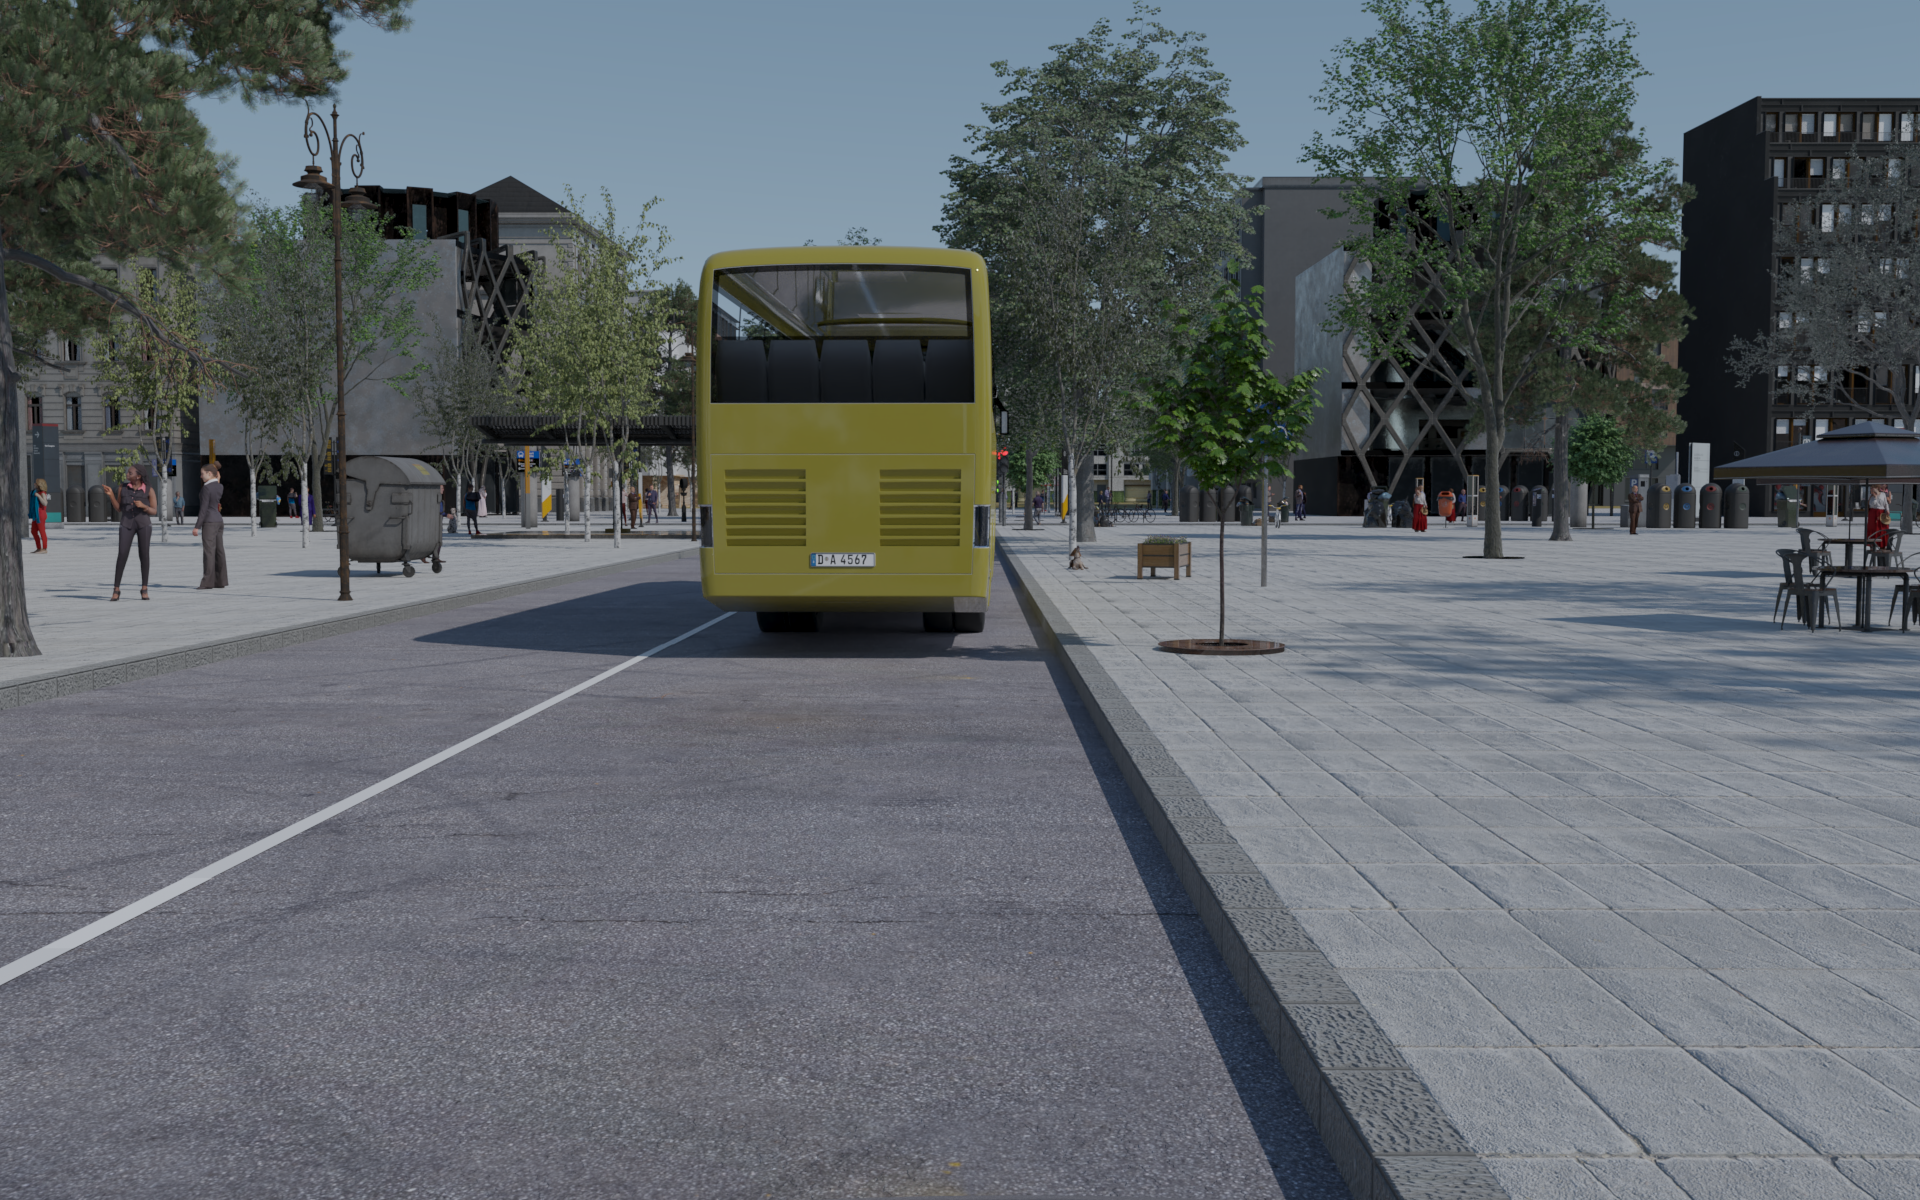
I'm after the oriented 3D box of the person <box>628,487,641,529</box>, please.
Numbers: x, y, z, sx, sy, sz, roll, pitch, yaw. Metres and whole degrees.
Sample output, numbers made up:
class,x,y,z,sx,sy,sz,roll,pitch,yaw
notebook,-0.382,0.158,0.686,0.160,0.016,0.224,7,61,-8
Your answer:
class,x,y,z,sx,sy,sz,roll,pitch,yaw
person,-11.964,-3.384,63.644,0.388,1.546,0.482,2,4,30

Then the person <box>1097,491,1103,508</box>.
class,x,y,z,sx,sy,sz,roll,pitch,yaw
person,9.916,-6.978,122.682,0.613,1.512,0.480,1,4,12

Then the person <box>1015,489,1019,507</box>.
class,x,y,z,sx,sy,sz,roll,pitch,yaw
person,5.528,-9.832,167.595,0.445,1.727,0.742,-1,4,-15

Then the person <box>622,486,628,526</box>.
class,x,y,z,sx,sy,sz,roll,pitch,yaw
person,-13.495,-3.762,69.017,0.517,1.644,0.566,2,4,30

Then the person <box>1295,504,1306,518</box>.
class,x,y,z,sx,sy,sz,roll,pitch,yaw
person,17.940,-5.075,91.233,0.590,1.554,0.614,1,4,14

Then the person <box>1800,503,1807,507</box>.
class,x,y,z,sx,sy,sz,roll,pitch,yaw
person,35.706,-3.895,74.134,0.435,1.587,0.963,-3,4,-38

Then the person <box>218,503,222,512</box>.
class,x,y,z,sx,sy,sz,roll,pitch,yaw
person,-29.272,-3.644,68.085,0.387,1.526,0.523,0,4,-8

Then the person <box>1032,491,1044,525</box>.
class,x,y,z,sx,sy,sz,roll,pitch,yaw
person,3.250,-3.831,73.349,0.569,1.553,0.471,0,4,4

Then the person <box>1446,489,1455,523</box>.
class,x,y,z,sx,sy,sz,roll,pitch,yaw
person,21.880,-4.199,77.161,0.387,1.526,0.523,-1,4,-21

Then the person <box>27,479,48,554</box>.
class,x,y,z,sx,sy,sz,roll,pitch,yaw
person,-19.830,-1.803,37.234,0.444,1.614,0.593,-1,4,-20

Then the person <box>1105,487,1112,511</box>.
class,x,y,z,sx,sy,sz,roll,pitch,yaw
person,11.319,-7.685,131.563,0.599,1.838,0.709,3,4,36

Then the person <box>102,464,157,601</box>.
class,x,y,z,sx,sy,sz,roll,pitch,yaw
person,-9.956,-0.813,20.813,0.415,1.643,0.593,2,4,30

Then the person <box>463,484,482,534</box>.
class,x,y,z,sx,sy,sz,roll,pitch,yaw
person,-15.432,-2.876,54.941,0.647,1.594,0.662,0,4,7

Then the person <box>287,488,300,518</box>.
class,x,y,z,sx,sy,sz,roll,pitch,yaw
person,-35.337,-5.131,91.809,0.647,1.594,0.662,1,4,15

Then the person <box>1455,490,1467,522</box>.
class,x,y,z,sx,sy,sz,roll,pitch,yaw
person,23.372,-4.400,80.679,0.574,1.496,0.600,0,4,-3

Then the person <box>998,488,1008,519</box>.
class,x,y,z,sx,sy,sz,roll,pitch,yaw
person,2.203,-4.979,89.511,0.516,1.574,0.319,2,4,29

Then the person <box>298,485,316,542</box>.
class,x,y,z,sx,sy,sz,roll,pitch,yaw
person,-17.433,-2.317,46.295,0.546,1.535,0.453,3,5,41

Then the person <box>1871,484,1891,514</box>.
class,x,y,z,sx,sy,sz,roll,pitch,yaw
person,23.486,-2.242,44.177,0.593,1.643,0.415,-2,4,-31

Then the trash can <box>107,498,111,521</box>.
class,x,y,z,sx,sy,sz,roll,pitch,yaw
trash can,-40.199,-4.290,81.795,0.748,1.137,0.748,0,3,0

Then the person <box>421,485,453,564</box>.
class,x,y,z,sx,sy,sz,roll,pitch,yaw
person,-9.682,-1.432,32.144,0.600,1.496,0.574,1,4,11

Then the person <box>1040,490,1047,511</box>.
class,x,y,z,sx,sy,sz,roll,pitch,yaw
person,6.185,-7.328,127.719,0.647,1.594,0.662,1,4,22

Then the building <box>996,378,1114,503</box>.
class,x,y,z,sx,sy,sz,roll,pitch,yaw
building,6.571,-24.290,263.605,31.486,18.905,16.747,0,4,0

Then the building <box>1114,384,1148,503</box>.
class,x,y,z,sx,sy,sz,roll,pitch,yaw
building,38.272,-24.279,263.411,31.486,18.905,16.747,0,4,0

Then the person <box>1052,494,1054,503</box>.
class,x,y,z,sx,sy,sz,roll,pitch,yaw
person,7.097,-7.420,129.578,0.429,1.552,0.499,-1,4,-23

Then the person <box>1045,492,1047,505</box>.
class,x,y,z,sx,sy,sz,roll,pitch,yaw
person,9.598,-11.526,195.312,1.217,1.723,0.721,1,4,10

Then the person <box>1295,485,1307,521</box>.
class,x,y,z,sx,sy,sz,roll,pitch,yaw
person,16.350,-4.665,83.135,0.655,1.722,0.431,-3,5,-41

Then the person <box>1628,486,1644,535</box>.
class,x,y,z,sx,sy,sz,roll,pitch,yaw
person,21.335,-2.835,54.669,0.482,1.546,0.388,0,4,-6

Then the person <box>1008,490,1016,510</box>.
class,x,y,z,sx,sy,sz,roll,pitch,yaw
person,4.253,-8.224,142.372,0.662,1.594,0.647,0,4,5

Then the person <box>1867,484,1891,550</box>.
class,x,y,z,sx,sy,sz,roll,pitch,yaw
person,20.948,-1.897,39.527,0.523,1.526,0.387,1,4,15

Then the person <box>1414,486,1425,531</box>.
class,x,y,z,sx,sy,sz,roll,pitch,yaw
person,16.058,-3.202,60.466,0.319,1.574,0.516,3,5,41

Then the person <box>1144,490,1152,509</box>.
class,x,y,z,sx,sy,sz,roll,pitch,yaw
person,15.975,-8.472,146.517,0.435,1.587,0.963,-2,4,-35

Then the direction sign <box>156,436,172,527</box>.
class,x,y,z,sx,sy,sz,roll,pitch,yaw
direction sign,-31.264,-4.655,68.102,0.876,3.537,0.379,2,4,28

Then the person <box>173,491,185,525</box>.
class,x,y,z,sx,sy,sz,roll,pitch,yaw
person,-33.719,-3.922,74.831,0.499,1.552,0.429,-1,4,-13

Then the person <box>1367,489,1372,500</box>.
class,x,y,z,sx,sy,sz,roll,pitch,yaw
person,19.706,-4.578,82.960,0.319,1.574,0.516,-3,4,-38

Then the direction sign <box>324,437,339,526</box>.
class,x,y,z,sx,sy,sz,roll,pitch,yaw
direction sign,-24.802,-4.692,68.718,0.876,3.537,0.379,0,4,6

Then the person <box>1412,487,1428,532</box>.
class,x,y,z,sx,sy,sz,roll,pitch,yaw
person,15.461,-3.042,58.245,0.523,1.526,0.387,0,4,-5

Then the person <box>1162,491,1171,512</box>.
class,x,y,z,sx,sy,sz,roll,pitch,yaw
person,14.498,-6.887,121.339,0.600,1.496,0.574,-1,4,-17

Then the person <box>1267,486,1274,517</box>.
class,x,y,z,sx,sy,sz,roll,pitch,yaw
person,17.490,-5.558,97.444,0.750,1.759,0.617,3,5,41

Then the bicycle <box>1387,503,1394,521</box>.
class,x,y,z,sx,sy,sz,roll,pitch,yaw
bicycle,20.077,-4.143,80.955,0.635,0.972,1.543,1,4,23

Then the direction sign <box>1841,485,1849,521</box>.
class,x,y,z,sx,sy,sz,roll,pitch,yaw
direction sign,42.368,-5.553,82.788,0.876,3.537,0.379,2,4,27

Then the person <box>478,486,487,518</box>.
class,x,y,z,sx,sy,sz,roll,pitch,yaw
person,-25.938,-5.349,94.164,0.621,1.740,0.551,-2,4,-35

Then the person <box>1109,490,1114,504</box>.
class,x,y,z,sx,sy,sz,roll,pitch,yaw
person,18.645,-12.690,214.082,0.990,1.755,0.434,-2,4,-35

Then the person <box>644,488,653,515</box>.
class,x,y,z,sx,sy,sz,roll,pitch,yaw
person,-19.204,-6.072,106.778,0.517,1.644,0.566,3,5,44

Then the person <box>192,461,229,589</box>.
class,x,y,z,sx,sy,sz,roll,pitch,yaw
person,-10.216,-1.022,23.555,0.445,1.727,0.742,-2,4,-27

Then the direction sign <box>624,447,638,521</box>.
class,x,y,z,sx,sy,sz,roll,pitch,yaw
direction sign,-15.887,-5.602,83.596,0.876,3.537,0.379,2,4,32

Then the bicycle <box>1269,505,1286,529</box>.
class,x,y,z,sx,sy,sz,roll,pitch,yaw
bicycle,11.864,-3.146,64.663,0.635,0.972,1.543,0,4,4

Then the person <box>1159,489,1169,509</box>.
class,x,y,z,sx,sy,sz,roll,pitch,yaw
person,17.476,-8.660,148.186,0.990,1.755,0.434,-1,4,-17

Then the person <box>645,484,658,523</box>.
class,x,y,z,sx,sy,sz,roll,pitch,yaw
person,-13.606,-4.249,76.437,0.541,1.710,0.530,2,4,25

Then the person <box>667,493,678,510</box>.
class,x,y,z,sx,sy,sz,roll,pitch,yaw
person,-21.289,-7.451,128.392,0.750,1.759,0.617,-2,4,-35

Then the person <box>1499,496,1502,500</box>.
class,x,y,z,sx,sy,sz,roll,pitch,yaw
person,22.453,-3.889,72.774,0.600,1.739,0.565,2,4,26
